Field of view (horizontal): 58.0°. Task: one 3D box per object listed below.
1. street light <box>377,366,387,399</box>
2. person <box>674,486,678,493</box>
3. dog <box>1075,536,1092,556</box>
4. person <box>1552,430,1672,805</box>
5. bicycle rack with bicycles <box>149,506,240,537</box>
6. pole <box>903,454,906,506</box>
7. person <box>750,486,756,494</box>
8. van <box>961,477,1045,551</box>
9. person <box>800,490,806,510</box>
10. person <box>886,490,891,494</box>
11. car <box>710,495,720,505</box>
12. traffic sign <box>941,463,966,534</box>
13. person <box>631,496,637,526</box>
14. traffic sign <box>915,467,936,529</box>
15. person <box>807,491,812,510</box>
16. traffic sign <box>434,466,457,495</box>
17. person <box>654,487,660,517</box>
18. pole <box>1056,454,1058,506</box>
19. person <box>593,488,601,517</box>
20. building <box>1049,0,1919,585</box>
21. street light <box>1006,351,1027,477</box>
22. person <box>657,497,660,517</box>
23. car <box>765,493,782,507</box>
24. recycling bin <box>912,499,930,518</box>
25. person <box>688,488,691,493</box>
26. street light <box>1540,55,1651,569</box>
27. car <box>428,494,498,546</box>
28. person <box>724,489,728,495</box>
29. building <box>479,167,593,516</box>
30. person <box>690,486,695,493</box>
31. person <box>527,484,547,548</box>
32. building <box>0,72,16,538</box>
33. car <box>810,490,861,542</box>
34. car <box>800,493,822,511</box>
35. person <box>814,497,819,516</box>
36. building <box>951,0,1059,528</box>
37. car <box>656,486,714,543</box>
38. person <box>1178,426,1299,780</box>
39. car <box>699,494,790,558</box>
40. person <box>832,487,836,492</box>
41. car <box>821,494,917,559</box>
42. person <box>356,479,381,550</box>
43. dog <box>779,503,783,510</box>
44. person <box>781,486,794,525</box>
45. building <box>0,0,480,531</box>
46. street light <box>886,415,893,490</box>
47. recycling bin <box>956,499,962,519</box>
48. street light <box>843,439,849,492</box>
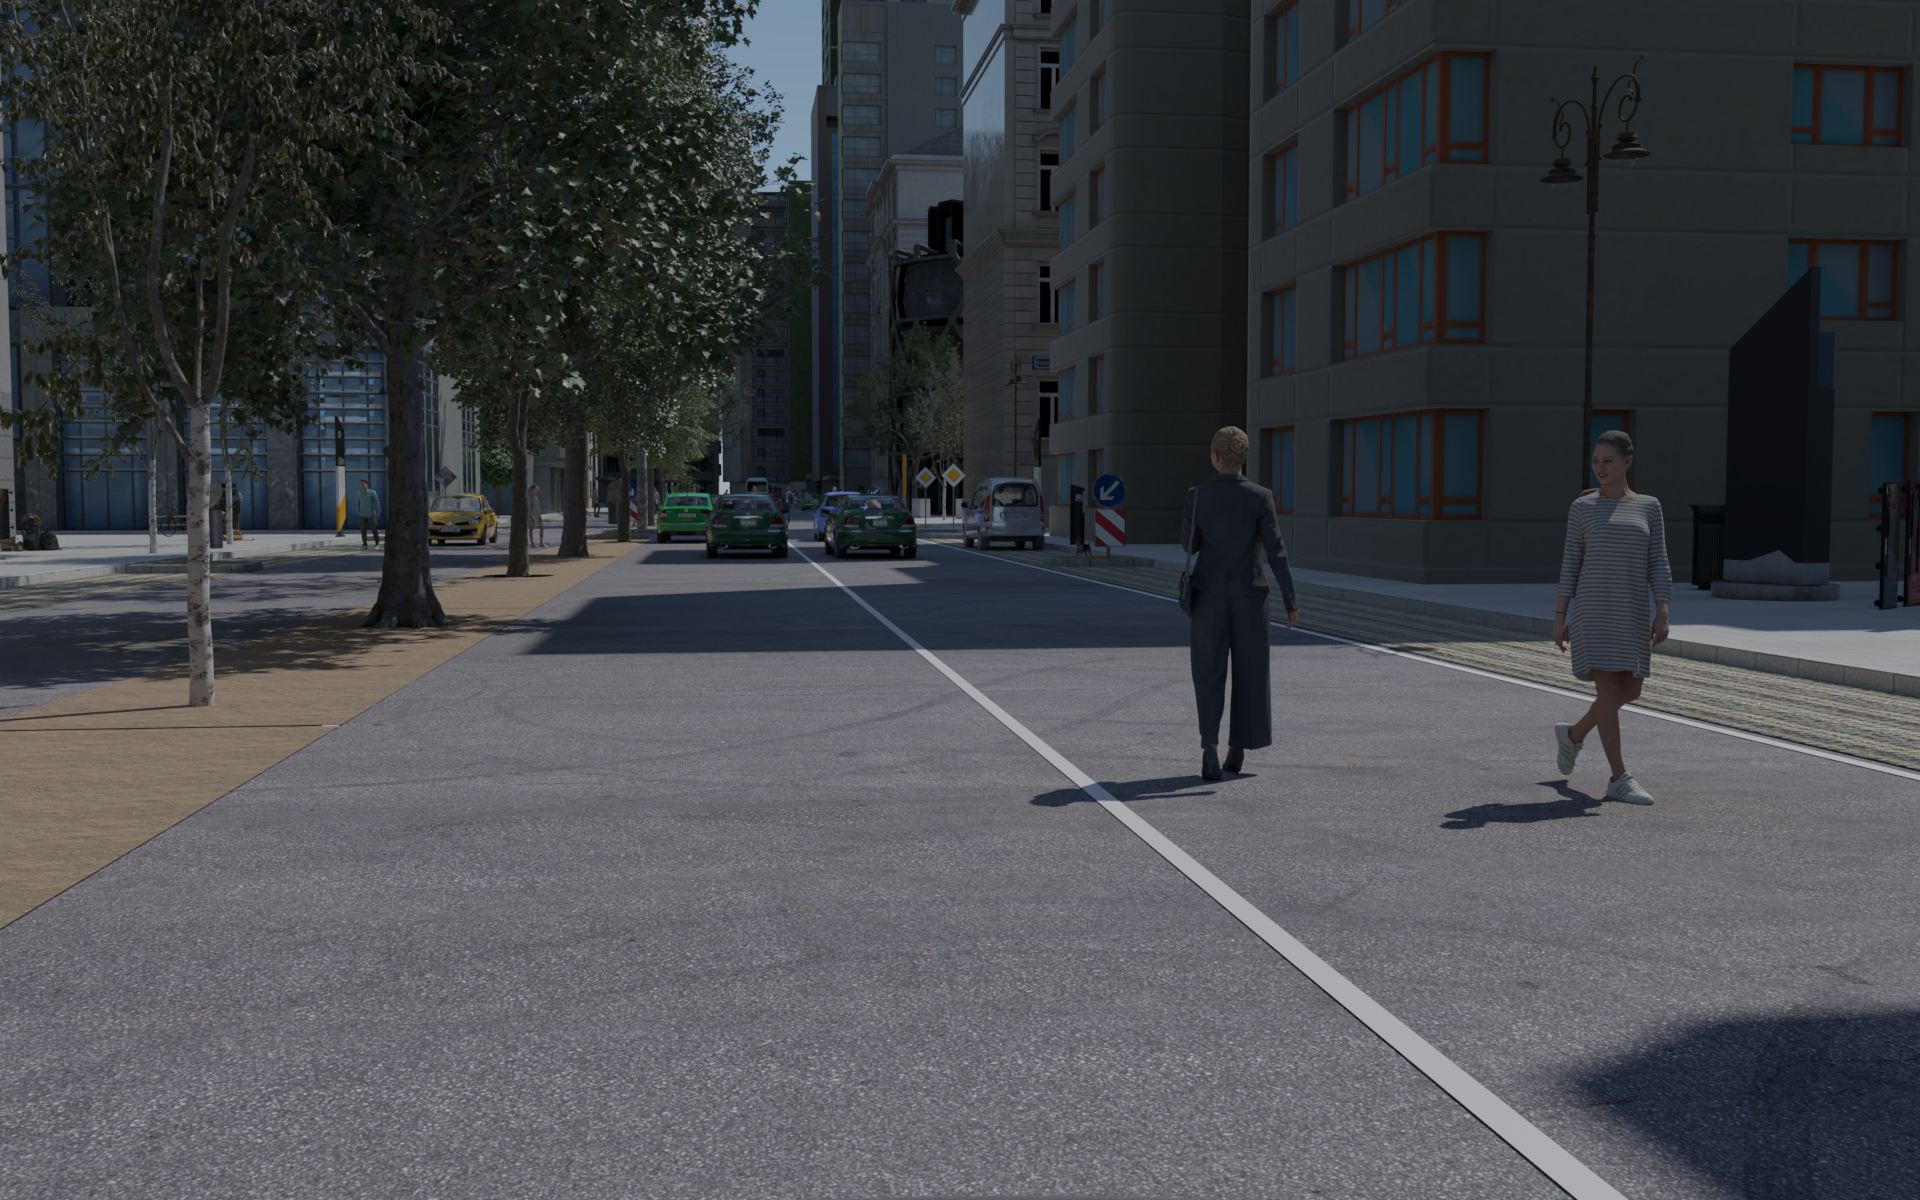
[{"bbox_3d":[-20.459,-5.456,61.986,0.468,5.910,1.993,0,4,-8],"label":"street light"},{"bbox_3d":[-10.778,-3.392,64.638,0.598,1.740,0.731,1,4,22],"label":"person"},{"bbox_3d":[2.706,-1.134,37.825,0.406,0.507,0.540,0,4,-2],"label":"dog"},{"bbox_3d":[3.078,0.059,8.292,0.466,1.731,0.760,-1,4,-20],"label":"person"},{"bbox_3d":[-22.873,-2.379,52.279,2.852,0.926,2.925,1,4,15],"label":"bicycle rack with bicycles"},{"bbox_3d":[-2.863,-5.816,88.941,0.158,3.312,0.155,0,3,0],"label":"pole"},{"bbox_3d":[-9.637,-4.439,81.180,0.767,1.812,0.694,1,4,17],"label":"person"},{"bbox_3d":[1.102,-2.325,45.030,2.013,2.044,4.112,0,4,-8],"label":"van"},{"bbox_3d":[-14.173,-9.068,156.758,0.705,1.824,1.348,2,4,23],"label":"person"},{"bbox_3d":[-2.908,-3.643,69.871,0.330,1.601,0.589,-1,4,-16],"label":"person"},{"bbox_3d":[-24.176,-9.723,171.336,2.083,1.381,4.827,0,4,-7],"label":"car"},{"bbox_3d":[-0.212,-3.216,56.231,0.795,2.450,0.064,0,4,-8],"label":"traffic sign"},{"bbox_3d":[-14.606,-4.251,78.102,0.616,1.811,0.778,-2,4,-32],"label":"person"},{"bbox_3d":[-1.276,-3.700,64.145,0.795,2.450,0.064,0,4,-8],"label":"traffic sign"},{"bbox_3d":[-13.847,-9.088,158.026,0.436,1.711,0.756,-3,4,-38],"label":"person"},{"bbox_3d":[-18.369,-3.562,61.876,0.795,2.450,0.064,0,4,-8],"label":"traffic sign"},{"bbox_3d":[-18.884,-6.031,106.960,0.661,1.843,0.795,-2,4,-27],"label":"person"},{"bbox_3d":[3.661,-4.307,64.255,0.158,3.312,0.155,0,3,0],"label":"pole"},{"bbox_3d":[-22.314,-5.975,106.375,0.473,1.802,0.592,2,4,25],"label":"person"},{"bbox_3d":[18.361,-11.926,40.027,27.650,21.520,28.899,0,4,-8],"label":"building"},{"bbox_3d":[1.806,-5.091,56.029,0.468,5.910,1.993,0,4,-8],"label":"street light"},{"bbox_3d":[-18.840,-5.829,108.476,0.373,1.253,0.362,0,4,-5],"label":"person"},{"bbox_3d":[-14.256,-7.382,129.743,2.155,1.783,4.494,0,4,-8],"label":"car"},{"bbox_3d":[-2.096,-4.926,93.100,0.722,1.027,0.722,-3,5,-41],"label":"recycling bin"},{"bbox_3d":[-15.577,-5.565,99.827,0.374,1.781,0.599,2,4,28],"label":"person"},{"bbox_3d":[6.852,-2.818,18.860,0.468,5.910,1.993,0,4,-8],"label":"street light"},{"bbox_3d":[-14.217,-2.387,49.247,2.015,1.641,3.980,-1,4,-8],"label":"car"},{"bbox_3d":[-19.321,-8.296,144.013,0.599,1.838,0.709,1,4,23],"label":"person"},{"bbox_3d":[-36.806,-30.133,112.275,23.786,49.044,30.456,0,4,-8],"label":"building"},{"bbox_3d":[-11.287,-3.943,73.243,0.678,1.792,0.850,-2,4,-28],"label":"person"},{"bbox_3d":[-11.379,-2.251,46.304,0.522,1.701,0.512,1,4,20],"label":"person"},{"bbox_3d":[-38.818,-30.384,38.781,28.212,58.520,21.231,0,4,-8],"label":"building"},{"bbox_3d":[-3.646,-2.693,53.622,1.945,1.707,3.694,0,4,-7],"label":"car"},{"bbox_3d":[-12.523,-8.413,146.345,1.959,1.807,4.718,0,4,-8],"label":"car"},{"bbox_3d":[-9.383,-6.105,112.997,0.332,1.250,0.352,0,4,5],"label":"person"},{"bbox_3d":[12.868,-16.788,71.750,25.104,27.353,12.463,0,4,-8],"label":"building"},{"bbox_3d":[-8.154,-2.654,52.192,1.959,1.807,4.718,0,4,-7],"label":"car"},{"bbox_3d":[1.393,0.009,8.773,0.576,1.772,0.534,0,4,-6],"label":"person"},{"bbox_3d":[-4.971,-1.732,40.122,2.131,1.459,4.920,-1,4,-9],"label":"car"},{"bbox_3d":[-5.789,-4.322,79.588,0.576,1.772,0.534,0,4,3],"label":"person"},{"bbox_3d":[-2.096,-1.722,39.953,2.131,1.459,4.920,-1,4,-9],"label":"car"},{"bbox_3d":[-15.229,-2.210,44.652,0.660,1.820,0.620,0,4,2],"label":"person"},{"bbox_3d":[-13.121,-6.610,124.904,0.800,0.831,0.513,0,4,1],"label":"dog"},{"bbox_3d":[-8.143,-4.451,81.464,0.721,1.800,0.419,1,4,12],"label":"person"},{"bbox_3d":[-32.443,-46.486,72.713,22.319,86.520,31.000,0,4,-8],"label":"building"},{"bbox_3d":[-4.175,-7.852,101.162,0.468,5.910,1.993,0,4,-8],"label":"street light"},{"bbox_3d":[0.187,-4.689,89.215,0.722,1.027,0.722,0,4,8],"label":"recycling bin"},{"bbox_3d":[-9.186,-10.136,138.515,0.468,5.910,1.993,0,4,-8],"label":"street light"}]
